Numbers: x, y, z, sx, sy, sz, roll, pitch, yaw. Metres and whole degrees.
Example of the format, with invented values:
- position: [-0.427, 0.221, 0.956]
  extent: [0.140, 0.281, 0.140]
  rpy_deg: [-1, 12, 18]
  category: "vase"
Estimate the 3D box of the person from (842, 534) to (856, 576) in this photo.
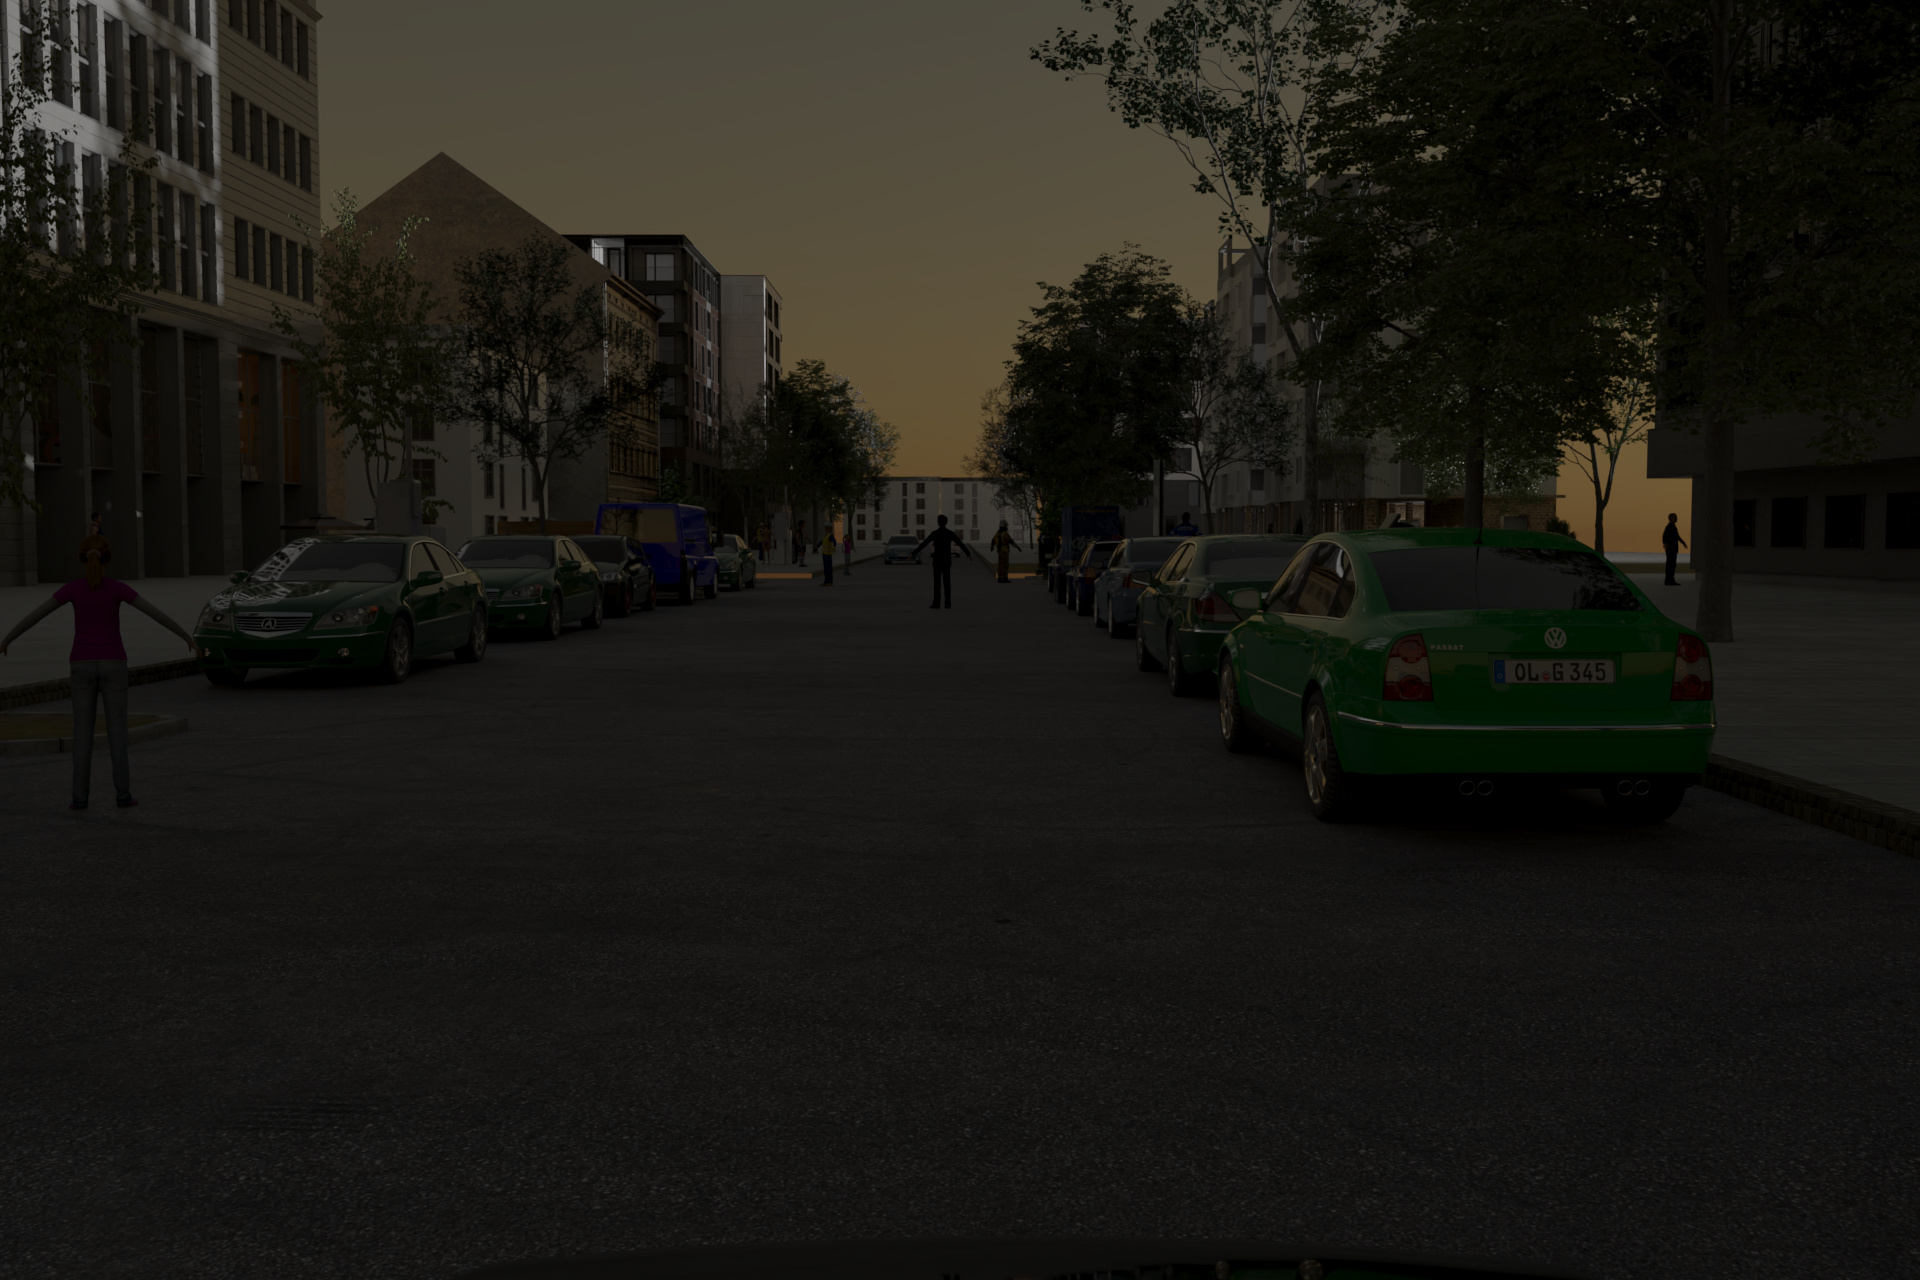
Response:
- position: [-3.849, -2.949, 59.936]
  extent: [0.599, 1.433, 0.991]
  rpy_deg: [2, 4, 24]
  category: "person"

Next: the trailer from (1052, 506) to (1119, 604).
- position: [2.684, -1.816, 36.735]
  extent: [1.471, 1.999, 3.904]
  rpy_deg: [0, 4, -1]
  category: "trailer"

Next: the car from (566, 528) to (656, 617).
- position: [-6.558, -1.298, 31.005]
  extent: [2.009, 1.686, 4.222]
  rpy_deg: [0, 4, 0]
  category: "car"

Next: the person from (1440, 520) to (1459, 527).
- position: [15.752, -3.001, 55.918]
  extent: [0.742, 1.727, 0.445]
  rpy_deg: [2, 4, 30]
  category: "person"

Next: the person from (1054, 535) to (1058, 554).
- position: [3.886, -3.937, 70.503]
  extent: [1.348, 1.813, 0.705]
  rpy_deg: [1, 4, 14]
  category: "person"

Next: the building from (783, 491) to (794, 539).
- position: [-30.051, -23.071, 208.146]
  extent: [19.493, 23.208, 18.063]
  rpy_deg: [0, 4, 0]
  category: "building"

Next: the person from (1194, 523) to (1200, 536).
- position: [12.713, -5.348, 93.218]
  extent: [0.705, 1.856, 1.354]
  rpy_deg: [-3, 4, -38]
  category: "person"

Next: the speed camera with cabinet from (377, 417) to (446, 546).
- position: [-9.519, -2.187, 30.090]
  extent: [0.660, 3.252, 2.038]
  rpy_deg: [0, 4, 0]
  category: "speed camera with cabinet"

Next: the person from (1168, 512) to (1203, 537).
- position: [5.595, -2.253, 42.811]
  extent: [1.345, 1.831, 0.704]
  rpy_deg: [1, 4, 21]
  category: "person"

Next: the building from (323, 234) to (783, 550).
- position: [-29.320, -17.778, 134.643]
  extent: [27.936, 21.610, 32.646]
  rpy_deg: [0, 3, 0]
  category: "building"

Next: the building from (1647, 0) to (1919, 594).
- position: [25.744, -13.060, 32.603]
  extent: [14.314, 24.678, 30.058]
  rpy_deg: [0, 4, 0]
  category: "building"

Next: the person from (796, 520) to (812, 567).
- position: [-6.100, -3.737, 67.246]
  extent: [0.704, 1.843, 1.345]
  rpy_deg: [1, 4, 17]
  category: "person"

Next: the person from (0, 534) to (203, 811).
- position: [-4.496, 0.163, 9.050]
  extent: [0.991, 1.433, 0.599]
  rpy_deg: [-1, 4, -23]
  category: "person"

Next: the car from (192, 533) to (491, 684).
- position: [-6.265, -0.381, 18.024]
  extent: [2.131, 1.459, 4.920]
  rpy_deg: [0, 4, -1]
  category: "car"

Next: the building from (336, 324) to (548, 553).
- position: [-24.277, -8.636, 83.344]
  extent: [9.099, 9.664, 28.070]
  rpy_deg: [0, 4, -1]
  category: "building"

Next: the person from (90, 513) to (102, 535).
- position: [-21.491, -2.264, 43.187]
  extent: [0.704, 1.807, 1.345]
  rpy_deg: [-1, 4, -21]
  category: "person"

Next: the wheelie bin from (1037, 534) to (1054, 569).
- position: [3.200, -3.449, 64.293]
  extent: [0.693, 1.594, 0.980]
  rpy_deg: [0, 4, -1]
  category: "wheelie bin"

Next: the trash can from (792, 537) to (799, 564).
- position: [-7.262, -3.836, 74.373]
  extent: [0.748, 1.137, 0.748]
  rpy_deg: [0, 3, 0]
  category: "trash can"

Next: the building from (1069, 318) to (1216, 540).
- position: [25.137, -20.553, 180.015]
  extent: [27.936, 21.610, 32.646]
  rpy_deg: [0, 4, 0]
  category: "building"

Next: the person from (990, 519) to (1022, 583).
- position: [1.294, -2.605, 50.819]
  extent: [0.705, 1.858, 1.354]
  rpy_deg: [-3, 4, -38]
  category: "person"

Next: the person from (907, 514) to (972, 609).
- position: [-0.358, -1.509, 33.310]
  extent: [1.347, 1.806, 0.705]
  rpy_deg: [-2, 4, -24]
  category: "person"

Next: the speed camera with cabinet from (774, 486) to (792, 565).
- position: [-7.365, -4.750, 72.003]
  extent: [0.660, 3.252, 2.038]
  rpy_deg: [0, 4, -1]
  category: "speed camera with cabinet"

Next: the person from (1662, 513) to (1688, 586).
- position: [17.781, -2.264, 43.199]
  extent: [0.705, 1.807, 1.348]
  rpy_deg: [3, 5, 44]
  category: "person"

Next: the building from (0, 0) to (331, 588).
- position: [-28.328, -16.504, 47.334]
  extent: [11.434, 29.767, 29.804]
  rpy_deg: [0, 3, 0]
  category: "building"

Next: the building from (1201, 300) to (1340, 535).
- position: [24.820, -17.374, 140.487]
  extent: [16.016, 20.090, 11.380]
  rpy_deg: [0, 4, 0]
  category: "building"

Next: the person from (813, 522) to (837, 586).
- position: [-3.720, -2.376, 47.765]
  extent: [0.721, 1.772, 1.216]
  rpy_deg: [-2, 4, -32]
  category: "person"

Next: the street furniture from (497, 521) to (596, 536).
- position: [-14.689, -3.343, 61.518]
  extent: [9.812, 1.723, 11.010]
  rpy_deg: [3, 4, 37]
  category: "street furniture"

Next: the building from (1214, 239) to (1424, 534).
- position: [21.741, -15.638, 112.105]
  extent: [16.016, 20.090, 11.380]
  rpy_deg: [0, 4, 0]
  category: "building"

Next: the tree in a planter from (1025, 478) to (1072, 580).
- position: [3.052, -3.532, 54.966]
  extent: [1.991, 3.239, 1.994]
  rpy_deg: [0, 4, 1]
  category: "tree in a planter"

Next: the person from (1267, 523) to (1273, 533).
- position: [15.726, -4.993, 87.576]
  extent: [0.705, 1.837, 1.347]
  rpy_deg: [0, 4, -1]
  category: "person"

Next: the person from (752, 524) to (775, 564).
- position: [-8.432, -4.175, 75.063]
  extent: [1.217, 1.733, 0.721]
  rpy_deg: [-2, 4, -26]
  category: "person"

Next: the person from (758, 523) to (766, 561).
- position: [-9.546, -4.742, 83.508]
  extent: [0.705, 1.833, 1.349]
  rpy_deg: [-1, 4, -18]
  category: "person"

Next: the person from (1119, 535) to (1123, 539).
- position: [8.382, -5.427, 94.592]
  extent: [1.347, 1.847, 0.705]
  rpy_deg: [-2, 4, -33]
  category: "person"

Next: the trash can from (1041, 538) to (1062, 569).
- position: [3.227, -3.004, 60.765]
  extent: [0.748, 1.137, 0.748]
  rpy_deg: [0, 3, 0]
  category: "trash can"

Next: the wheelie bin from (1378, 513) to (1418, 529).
- position: [6.561, -1.121, 26.244]
  extent: [0.693, 1.594, 0.980]
  rpy_deg: [0, 4, 0]
  category: "wheelie bin"

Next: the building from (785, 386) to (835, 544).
- position: [-26.420, -24.253, 227.470]
  extent: [19.493, 23.208, 18.063]
  rpy_deg: [0, 4, -1]
  category: "building"

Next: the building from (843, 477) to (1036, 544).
- position: [-2.785, -18.825, 252.398]
  extent: [28.070, 9.664, 9.099]
  rpy_deg: [0, 4, 2]
  category: "building"

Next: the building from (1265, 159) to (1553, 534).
- position: [21.667, -14.455, 92.756]
  extent: [16.016, 20.090, 11.380]
  rpy_deg: [0, 4, 0]
  category: "building"

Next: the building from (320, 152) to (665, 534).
- position: [-29.784, -17.015, 109.117]
  extent: [19.493, 23.208, 18.063]
  rpy_deg: [0, 4, 0]
  category: "building"

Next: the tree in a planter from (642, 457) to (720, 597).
- position: [-6.660, -2.635, 40.301]
  extent: [1.991, 3.239, 1.994]
  rpy_deg: [0, 4, 0]
  category: "tree in a planter"
